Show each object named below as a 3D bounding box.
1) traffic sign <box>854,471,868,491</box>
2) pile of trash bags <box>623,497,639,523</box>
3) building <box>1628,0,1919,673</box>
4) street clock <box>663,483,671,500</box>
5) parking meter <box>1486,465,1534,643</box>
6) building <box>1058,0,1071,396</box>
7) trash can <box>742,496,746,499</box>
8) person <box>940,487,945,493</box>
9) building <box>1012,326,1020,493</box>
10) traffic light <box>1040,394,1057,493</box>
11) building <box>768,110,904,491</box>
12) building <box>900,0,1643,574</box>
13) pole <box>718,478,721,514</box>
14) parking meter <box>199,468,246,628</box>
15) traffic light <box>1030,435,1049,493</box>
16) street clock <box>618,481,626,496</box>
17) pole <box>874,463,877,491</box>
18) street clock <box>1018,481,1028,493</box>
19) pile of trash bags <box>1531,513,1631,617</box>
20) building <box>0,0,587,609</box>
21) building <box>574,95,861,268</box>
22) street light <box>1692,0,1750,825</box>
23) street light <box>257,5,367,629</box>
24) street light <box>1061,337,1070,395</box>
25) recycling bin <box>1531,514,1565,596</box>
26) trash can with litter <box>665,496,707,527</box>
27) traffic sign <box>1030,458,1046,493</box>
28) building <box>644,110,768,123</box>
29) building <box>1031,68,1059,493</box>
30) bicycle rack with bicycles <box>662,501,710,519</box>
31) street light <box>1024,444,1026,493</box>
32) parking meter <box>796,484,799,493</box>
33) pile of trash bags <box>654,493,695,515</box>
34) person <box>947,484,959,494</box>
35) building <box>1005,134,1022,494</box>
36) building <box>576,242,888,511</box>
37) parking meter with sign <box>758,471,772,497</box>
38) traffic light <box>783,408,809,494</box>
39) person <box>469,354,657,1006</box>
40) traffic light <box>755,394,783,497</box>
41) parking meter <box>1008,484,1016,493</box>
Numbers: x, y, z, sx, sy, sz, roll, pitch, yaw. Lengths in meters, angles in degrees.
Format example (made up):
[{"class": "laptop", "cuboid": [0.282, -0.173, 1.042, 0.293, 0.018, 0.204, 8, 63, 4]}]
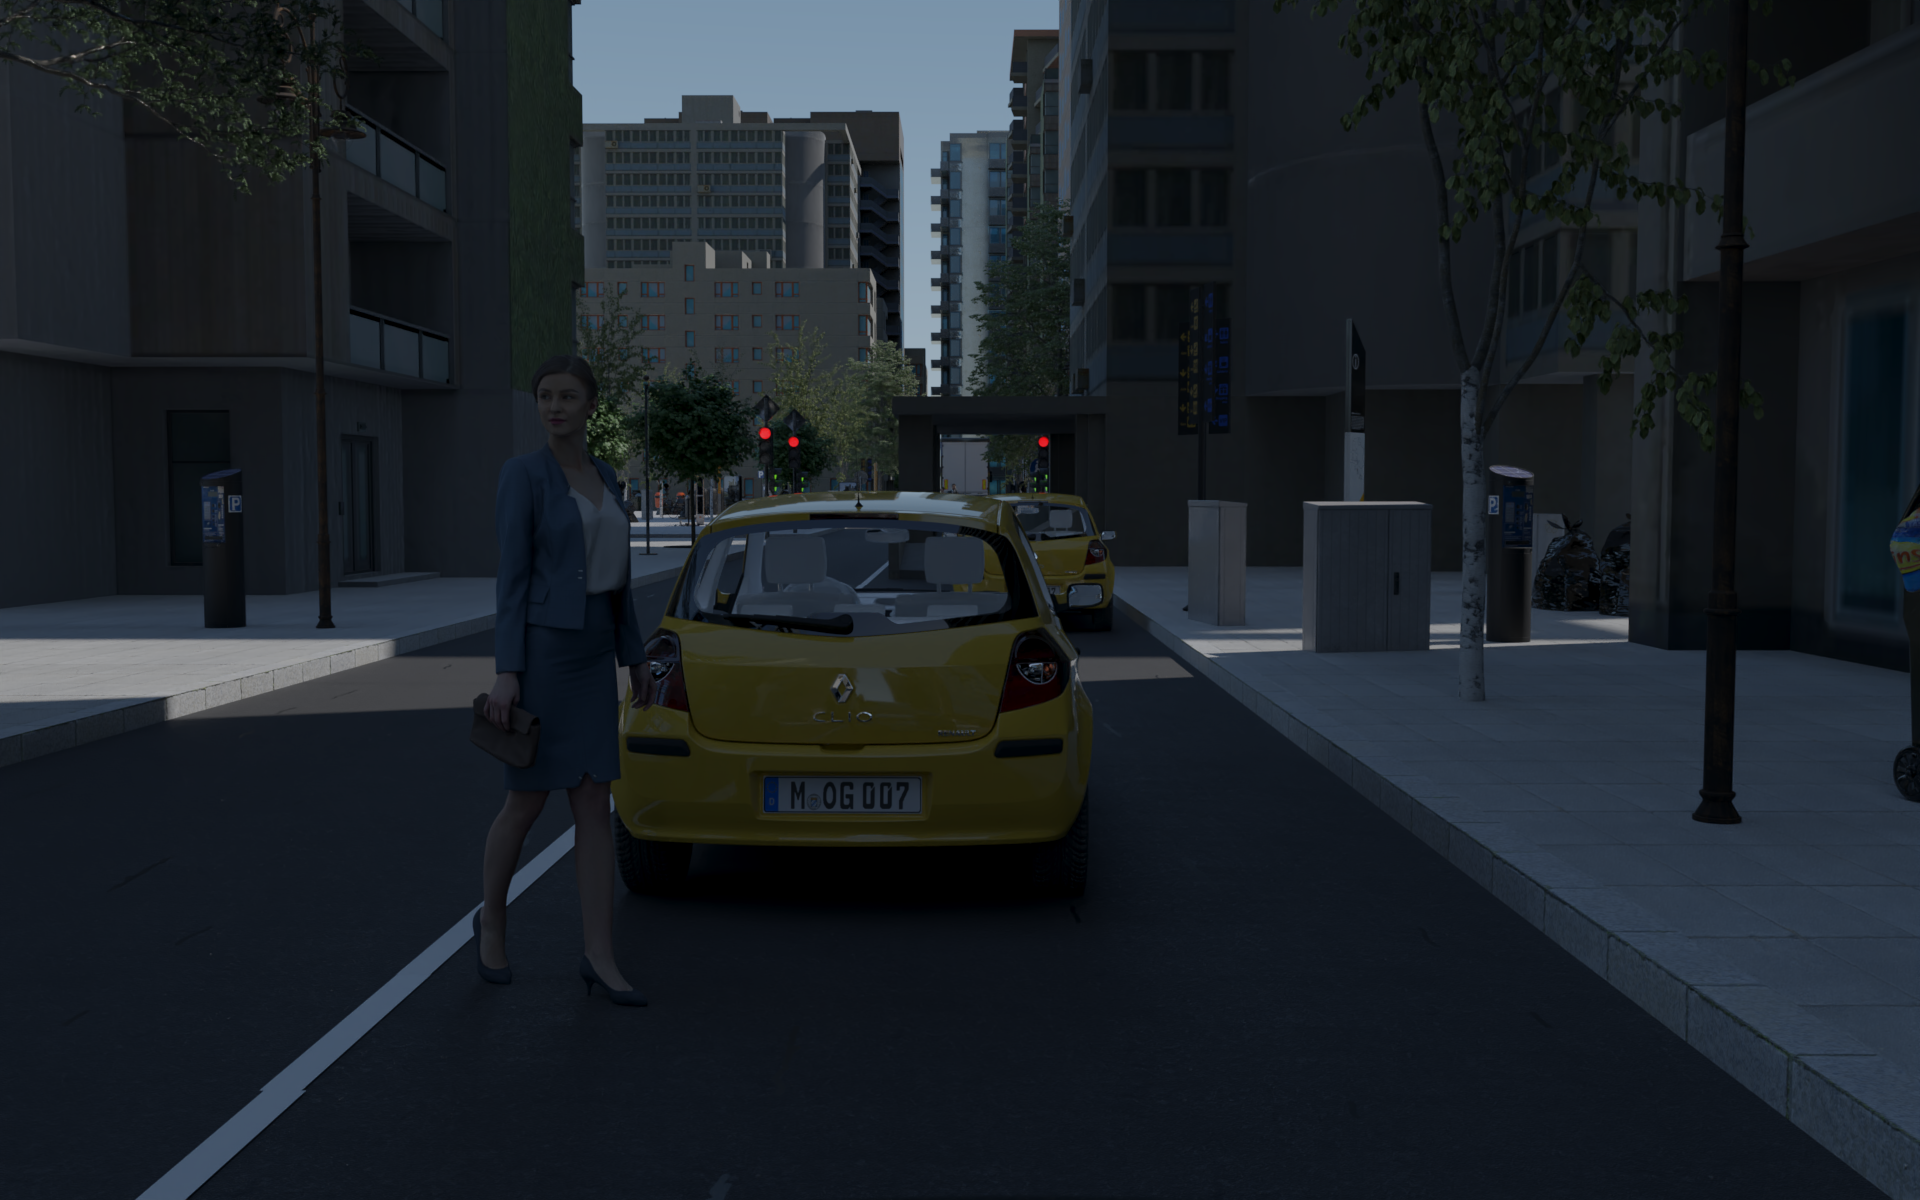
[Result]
[{"class": "traffic sign", "cuboid": [-5.369, -5.727, 93.736, 0.768, 2.556, 0.104, 0, 4, 6]}, {"class": "pile of trash bags", "cuboid": [-16.032, -4.174, 77.992, 3.447, 1.369, 1.912, 3, 5, 44]}, {"class": "building", "cuboid": [16.414, -23.202, 3.054, 21.300, 48.544, 21.600, 0, 4, 0]}, {"class": "street clock", "cuboid": [-19.489, -6.762, 115.121, 0.471, 2.002, 0.358, 1, 4, 16]}, {"class": "parking meter", "cuboid": [4.782, -0.407, 15.064, 0.372, 1.533, 0.369, 0, 3, 0]}, {"class": "building", "cuboid": [12.699, -27.224, 95.220, 14.600, 45.320, 14.200, 0, 4, 0]}, {"class": "trash can", "cuboid": [-15.881, -6.971, 125.635, 0.748, 1.137, 0.748, 0, 3, 0]}, {"class": "person", "cuboid": [-0.931, -4.610, 84.218, 0.599, 1.781, 0.374, 0, 4, 6]}, {"class": "building", "cuboid": [12.536, -25.300, 185.351, 14.160, 30.474, 14.107, 0, 4, 0]}, {"class": "traffic light", "cuboid": [2.673, -3.664, 48.822, 0.839, 4.253, 0.868, 0, 4, 0]}, {"class": "building", "cuboid": [-13.766, -33.582, 199.169, 14.200, 45.320, 14.600, 0, 4, 0]}, {"class": "building", "cuboid": [14.930, -20.978, 34.874, 32.217, 40.220, 23.993, 0, 4, 0]}, {"class": "pole", "cuboid": [-14.181, -6.619, 102.068, 0.158, 3.312, 0.155, 0, 3, 0]}, {"class": "parking meter", "cuboid": [-7.089, -0.505, 16.669, 0.372, 1.533, 0.369, 0, 3, 0]}, {"class": "traffic light", "cuboid": [2.707, -4.152, 56.807, 0.839, 4.253, 0.868, 0, 4, 0]}, {"class": "street clock", "cuboid": [-18.191, -5.415, 93.098, 0.471, 2.002, 0.358, 0, 4, 4]}, {"class": "pole", "cuboid": [-5.528, -7.323, 113.566, 0.158, 3.312, 0.155, 0, 3, 0]}, {"class": "street clock", "cuboid": [3.490, -5.595, 96.052, 0.471, 2.002, 0.358, -2, 4, -24]}, {"class": "pile of trash bags", "cuboid": [8.214, -0.571, 19.088, 3.447, 1.369, 1.912, -1, 4, -9]}, {"class": "building", "cuboid": [-13.855, -20.800, 23.680, 14.154, 41.232, 14.086, 0, 4, 0]}, {"class": "building", "cuboid": [-22.891, -29.431, 173.080, 32.217, 40.220, 23.993, 0, 4, 0]}, {"class": "street light", "cuboid": [2.976, -2.070, 6.631, 0.468, 5.910, 1.993, 0, 4, 0]}, {"class": "street light", "cuboid": [-6.076, -2.668, 16.411, 0.468, 5.910, 1.993, 0, 4, 0]}, {"class": "street light", "cuboid": [3.096, -4.627, 48.431, 0.468, 5.910, 1.993, 0, 4, 0]}, {"class": "recycling bin", "cuboid": [7.269, -0.590, 22.199, 0.722, 1.027, 0.722, 0, 4, -1]}, {"class": "trash can with litter", "cuboid": [-10.954, -3.556, 69.200, 1.678, 1.210, 2.233, -1, 4, -9]}, {"class": "traffic sign", "cuboid": [2.843, -3.744, 61.328, 0.768, 2.556, 0.104, 0, 4, 4]}, {"class": "building", "cuboid": [-28.265, -33.587, 199.251, 14.200, 45.320, 14.600, 0, 4, 0]}, {"class": "building", "cuboid": [12.544, -21.377, 121.208, 14.160, 30.474, 14.107, 0, 4, 0]}, {"class": "bicycle rack with bicycles", "cuboid": [-14.102, -4.728, 90.689, 2.852, 0.926, 2.925, 3, 5, 43]}, {"class": "street light", "cuboid": [3.341, -7.140, 89.522, 0.468, 5.910, 1.993, 0, 4, 0]}, {"class": "parking meter", "cuboid": [-6.702, -3.963, 70.506, 0.255, 1.863, 0.399, 1, 4, 14]}, {"class": "pile of trash bags", "cuboid": [-17.796, -5.890, 106.051, 1.912, 1.369, 3.447, 1, 4, 16]}, {"class": "person", "cuboid": [-0.329, -4.316, 78.422, 0.648, 1.900, 0.474, -3, 5, -40]}, {"class": "building", "cuboid": [12.230, -31.561, 199.610, 14.154, 41.232, 14.086, 0, 4, 0]}, {"class": "building", "cuboid": [-20.626, -18.484, 147.245, 27.650, 21.520, 28.899, 0, 4, 0]}, {"class": "parking meter with sign", "cuboid": [-14.508, -8.219, 130.634, 0.543, 3.016, 1.738, 2, 4, 28]}, {"class": "traffic light", "cuboid": [-5.404, -4.153, 56.826, 0.839, 4.253, 0.868, 0, 4, 0]}, {"class": "person", "cuboid": [-1.152, 0.217, 4.973, 0.581, 1.822, 0.654, -3, 5, -41]}, {"class": "traffic light", "cuboid": [-5.439, -3.665, 48.841, 0.839, 4.253, 0.868, 0, 4, 0]}, {"class": "parking meter", "cuboid": [2.932, -5.649, 98.066, 0.399, 1.863, 0.255, -3, 4, -39]}]
